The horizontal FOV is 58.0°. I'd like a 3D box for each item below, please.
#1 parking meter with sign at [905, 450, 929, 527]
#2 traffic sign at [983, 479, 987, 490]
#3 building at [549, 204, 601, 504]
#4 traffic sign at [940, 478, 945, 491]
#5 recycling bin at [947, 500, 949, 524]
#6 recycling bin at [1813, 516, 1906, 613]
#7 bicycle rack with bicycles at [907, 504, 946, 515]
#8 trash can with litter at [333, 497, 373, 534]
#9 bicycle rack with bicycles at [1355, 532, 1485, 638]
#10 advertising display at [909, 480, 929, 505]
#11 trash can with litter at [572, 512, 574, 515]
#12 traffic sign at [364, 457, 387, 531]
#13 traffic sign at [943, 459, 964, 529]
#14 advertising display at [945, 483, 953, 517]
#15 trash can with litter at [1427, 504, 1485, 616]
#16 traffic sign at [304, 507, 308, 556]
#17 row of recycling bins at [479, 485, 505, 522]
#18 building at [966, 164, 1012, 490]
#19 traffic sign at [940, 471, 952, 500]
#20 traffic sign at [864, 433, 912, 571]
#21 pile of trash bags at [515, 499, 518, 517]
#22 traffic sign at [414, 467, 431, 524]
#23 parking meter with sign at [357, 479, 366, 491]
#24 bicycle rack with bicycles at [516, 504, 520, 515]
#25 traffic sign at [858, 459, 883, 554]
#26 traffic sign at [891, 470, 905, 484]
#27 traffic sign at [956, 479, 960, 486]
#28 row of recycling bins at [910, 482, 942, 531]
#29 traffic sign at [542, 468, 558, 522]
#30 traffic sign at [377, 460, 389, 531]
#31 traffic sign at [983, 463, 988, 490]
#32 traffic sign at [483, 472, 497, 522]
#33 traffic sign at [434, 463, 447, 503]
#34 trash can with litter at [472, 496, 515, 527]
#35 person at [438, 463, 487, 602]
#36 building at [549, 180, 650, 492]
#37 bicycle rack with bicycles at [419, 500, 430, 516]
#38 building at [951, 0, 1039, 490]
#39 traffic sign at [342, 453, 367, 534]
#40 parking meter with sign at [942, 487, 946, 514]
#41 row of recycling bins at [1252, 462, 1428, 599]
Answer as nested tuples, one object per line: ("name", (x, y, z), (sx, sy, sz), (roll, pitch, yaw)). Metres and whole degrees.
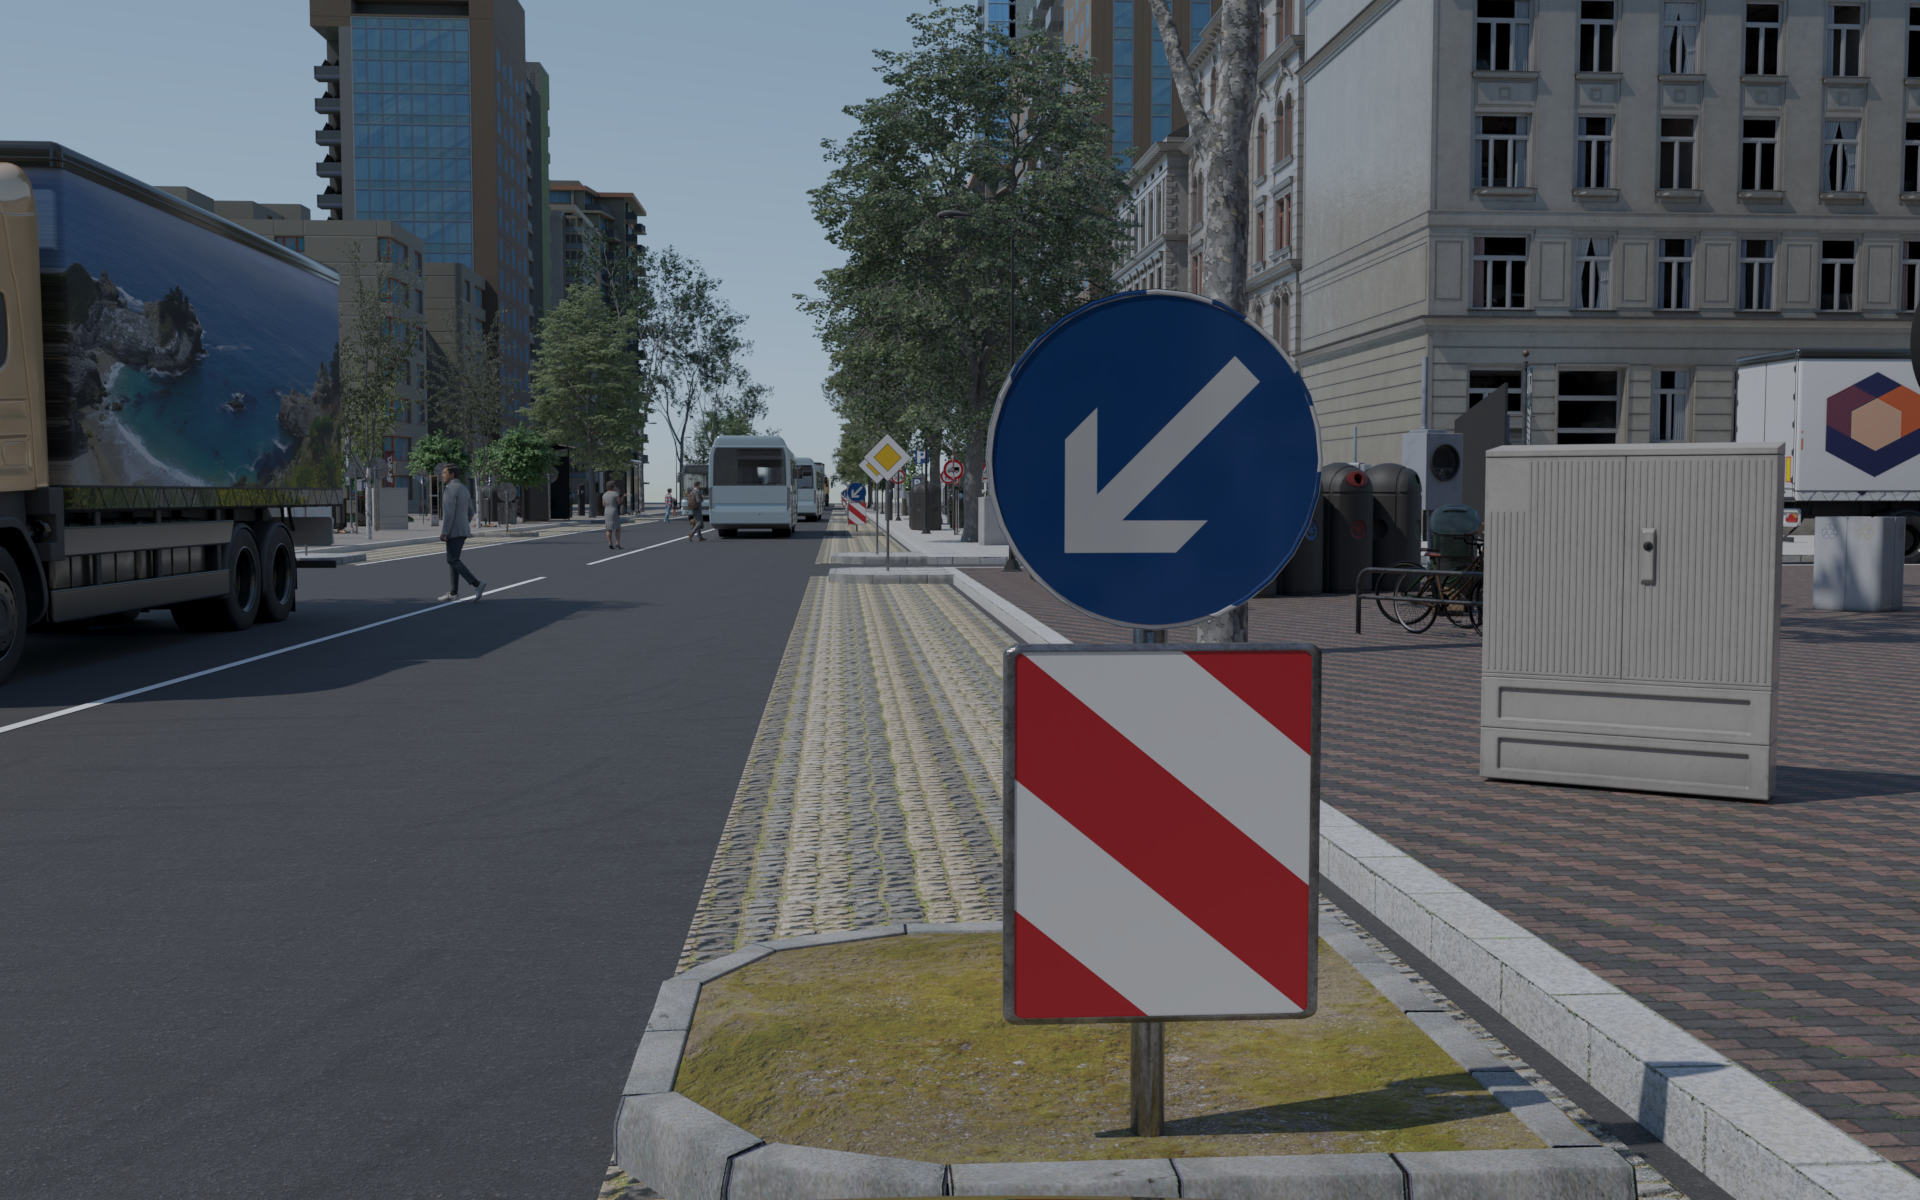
("parking meter with sign", (-1.624, -4.335, 67.139), (0.543, 3.016, 1.738), (1, 4, 9))
("traffic sign", (1.259, -4.938, 80.846), (0.768, 2.556, 0.104), (0, 3, 0))
("building", (-58.842, -32.141, 217.391), (32.217, 40.220, 23.993), (0, 4, -4))
("traffic sign", (-1.069, -5.862, 97.967), (0.606, 2.300, 0.079), (0, 4, -1))
("recycling bin", (-0.096, -3.733, 73.595), (0.722, 1.027, 0.722), (-1, 4, -23))
("recycling bin", (9.956, -0.405, 19.183), (0.722, 1.027, 0.722), (-3, 5, -43))
("bicycle rack with bicycles", (-2.031, -5.659, 105.911), (2.925, 0.926, 2.852), (-1, 4, -10))
("trash can with litter", (-20.189, -2.787, 56.624), (1.678, 1.210, 2.233), (-2, 4, -25))
("bicycle rack with bicycles", (4.898, -0.153, 15.879), (2.852, 0.926, 2.925), (-2, 4, -35))
("advertising display", (-1.923, -4.652, 81.274), (0.974, 1.923, 0.123), (-2, 4, -28))
("trash can with litter", (-23.353, -5.562, 102.332), (1.055, 1.170, 0.624), (0, 4, 4))
("traffic sign", (-20.048, -3.628, 59.426), (0.768, 2.556, 0.104), (0, 4, -2))
("traffic sign", (-0.233, -3.866, 63.314), (0.768, 2.556, 0.104), (0, 4, 3))
("advertising display", (-0.596, -5.546, 95.889), (0.123, 1.923, 0.974), (1, 4, 23))
("trash can with litter", (5.342, -0.440, 18.584), (0.624, 1.170, 1.055), (1, 4, 18))
("traffic sign", (-13.576, -1.974, 35.919), (0.795, 2.450, 0.064), (0, 4, -4))
("row of recycling bins", (-22.143, -4.552, 81.535), (1.069, 1.692, 3.534), (-1, 4, -23))
("building", (12.196, -34.971, 226.395), (22.147, 44.769, 28.867), (0, 4, -4))
("traffic sign", (-0.606, -5.308, 86.896), (0.768, 2.556, 0.104), (0, 4, -3))
("traffic sign", (-1.202, -1.536, 28.757), (0.795, 2.450, 0.064), (0, 4, -4))
("pile of trash bags", (-24.217, -5.393, 97.929), (1.912, 1.369, 3.447), (-1, 4, -14))
("traffic sign", (-23.146, -4.494, 74.660), (0.795, 2.450, 0.064), (0, 4, 3))
("parking meter with sign", (-29.227, -5.411, 84.734), (0.543, 3.016, 1.738), (-3, 5, -42))
("bicycle rack with bicycles", (-22.152, -4.712, 90.423), (2.925, 0.926, 2.852), (-1, 4, -9))
("traffic sign", (-1.759, -2.023, 36.723), (0.795, 2.450, 0.064), (0, 4, -4))
("traffic sign", (-3.178, -5.450, 89.206), (0.768, 2.556, 0.104), (0, 4, 3))
("traffic sign", (-0.399, -6.836, 111.866), (0.768, 2.556, 0.104), (0, 4, -3))
("row of recycling bins", (-1.288, -3.364, 62.109), (1.069, 1.692, 3.534), (0, 4, -6))
("traffic sign", (-18.593, -4.789, 78.413), (0.768, 2.556, 0.104), (0, 4, 0))
("traffic sign", (-20.452, -3.715, 60.843), (0.768, 2.556, 0.104), (0, 4, -1))
("traffic sign", (1.029, -3.869, 63.268), (0.884, 2.594, 0.081), (0, 4, -2))
("traffic sign", (-21.566, -4.731, 79.482), (0.606, 2.300, 0.079), (0, 4, -1))
("traffic sign", (-20.948, -4.289, 70.223), (0.768, 2.556, 0.104), (0, 4, -1))
("trash can with litter", (-18.393, -3.445, 67.386), (1.678, 1.210, 2.233), (-2, 4, -31))
("person", (-6.659, -0.905, 23.147), (0.795, 1.843, 0.661), (1, 4, 11))
("building", (-55.922, -36.047, 243.986), (22.147, 44.769, 28.867), (0, 4, -4))
("bicycle rack with bicycles", (-29.583, -5.249, 99.207), (2.852, 0.926, 2.925), (-2, 4, -28))
("building", (10.290, -57.631, 254.939), (22.319, 86.520, 31.000), (0, 4, -4))
("traffic sign", (-19.181, -3.364, 55.010), (0.884, 2.594, 0.081), (0, 4, -1))
("parking meter with sign", (-0.725, -6.892, 108.948), (1.738, 3.016, 0.543), (-2, 4, -26))
("row of recycling bins", (4.580, -0.934, 22.385), (3.534, 1.692, 1.069), (-2, 4, -35))
